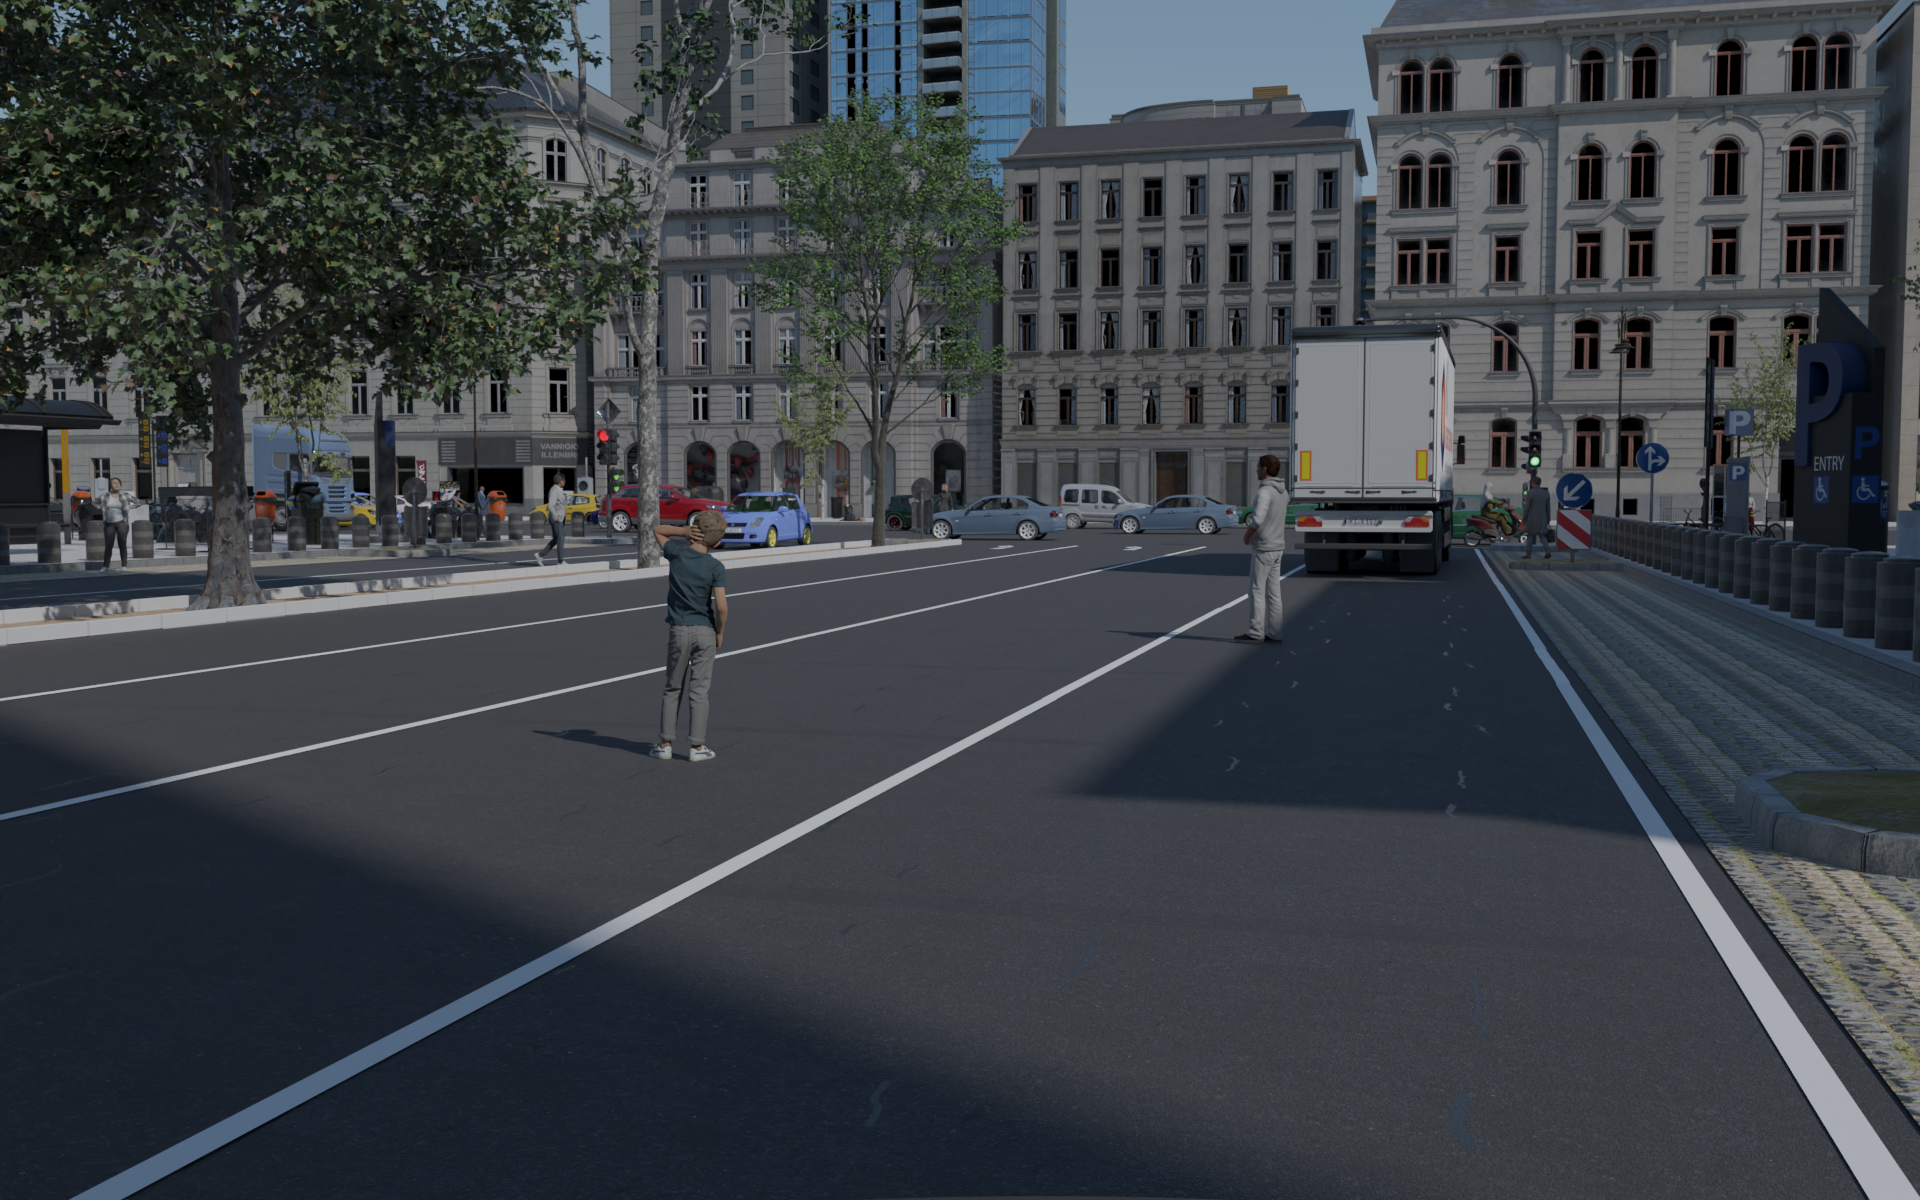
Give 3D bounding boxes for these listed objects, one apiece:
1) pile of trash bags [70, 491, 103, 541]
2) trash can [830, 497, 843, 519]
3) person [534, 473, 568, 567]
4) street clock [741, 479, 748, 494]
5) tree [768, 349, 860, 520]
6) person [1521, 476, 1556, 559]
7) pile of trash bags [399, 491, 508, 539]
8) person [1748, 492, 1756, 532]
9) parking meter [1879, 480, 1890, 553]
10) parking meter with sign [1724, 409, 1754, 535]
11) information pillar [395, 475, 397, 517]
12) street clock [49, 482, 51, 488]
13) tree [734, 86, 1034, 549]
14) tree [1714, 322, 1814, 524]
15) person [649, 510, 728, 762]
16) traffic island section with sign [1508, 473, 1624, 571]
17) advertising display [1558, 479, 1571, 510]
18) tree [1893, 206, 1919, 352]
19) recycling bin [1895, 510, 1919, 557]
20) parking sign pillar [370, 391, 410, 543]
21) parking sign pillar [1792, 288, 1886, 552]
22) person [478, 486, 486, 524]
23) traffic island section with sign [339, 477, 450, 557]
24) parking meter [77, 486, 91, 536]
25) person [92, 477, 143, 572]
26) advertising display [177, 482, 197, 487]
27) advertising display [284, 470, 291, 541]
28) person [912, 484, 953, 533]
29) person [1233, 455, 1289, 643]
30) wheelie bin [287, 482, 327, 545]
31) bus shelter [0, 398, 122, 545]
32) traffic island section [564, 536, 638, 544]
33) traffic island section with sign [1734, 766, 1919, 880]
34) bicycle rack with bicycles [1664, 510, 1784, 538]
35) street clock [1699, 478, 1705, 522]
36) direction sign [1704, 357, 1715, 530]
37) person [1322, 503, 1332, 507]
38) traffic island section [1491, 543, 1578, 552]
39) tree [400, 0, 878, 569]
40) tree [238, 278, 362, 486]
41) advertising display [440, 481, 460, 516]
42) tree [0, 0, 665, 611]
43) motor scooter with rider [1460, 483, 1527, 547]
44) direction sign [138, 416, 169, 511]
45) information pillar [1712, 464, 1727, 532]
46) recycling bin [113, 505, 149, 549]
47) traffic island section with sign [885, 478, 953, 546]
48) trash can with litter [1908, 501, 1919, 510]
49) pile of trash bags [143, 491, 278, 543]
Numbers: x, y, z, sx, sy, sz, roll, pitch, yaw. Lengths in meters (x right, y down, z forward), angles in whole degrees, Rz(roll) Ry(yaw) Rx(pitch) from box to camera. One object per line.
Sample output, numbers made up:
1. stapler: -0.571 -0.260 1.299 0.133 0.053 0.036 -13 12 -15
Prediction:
1. pile of trash bags: -23.813 -2.362 48.376 3.447 1.369 1.912 2 4 34
2. trash can: -6.399 -4.793 90.023 0.748 1.137 0.748 0 3 0
3. person: -7.974 -1.564 33.924 0.795 1.843 0.661 0 4 -2
4. street clock: -10.378 -4.825 83.453 0.358 2.002 0.471 1 4 13
5. tree: -7.106 -8.329 86.542 4.737 8.622 4.395 0 3 0
6. person: 12.515 -1.772 37.577 0.694 1.812 0.767 -1 4 -14
7. pile of trash bags: -14.674 -2.516 50.893 1.912 1.369 3.447 2 4 32
8. person: 29.623 -3.308 65.058 0.523 1.526 0.387 3 4 39
9. parking meter: 15.684 -1.299 29.654 0.372 1.533 0.369 0 3 0
10. parking meter with sign: 15.653 -2.363 34.894 0.543 3.016 1.738 2 4 25
11. information pillar: -15.756 -2.649 47.810 0.304 2.012 0.304 1 4 22
12. street clock: -51.817 -5.731 98.277 0.471 2.002 0.358 -1 4 -17
13. tree: -2.031 -7.083 44.022 9.928 11.665 9.643 0 3 0
14. tree: 34.919 -7.622 74.976 4.737 8.622 4.395 0 3 0
15. person: -1.471 0.187 9.357 0.435 1.345 0.340 0 4 -7
16. traffic island section with sign: 11.535 -1.493 33.034 1.989 1.847 2.006 1 4 15
17. advertising display: 26.338 -4.289 75.337 0.974 1.923 0.123 -3 5 -39
18. tree: 22.790 -5.367 38.119 4.737 8.622 4.395 0 3 0
19. recycling bin: 14.760 -0.854 26.522 0.722 1.027 0.722 2 4 32
20. parking sign pillar: -15.304 -3.522 46.055 1.447 3.967 1.447 -1 4 -22
21. parking sign pillar: 11.194 -2.056 22.086 1.447 3.967 1.447 0 4 -3
22. person: -22.746 -4.507 82.364 0.419 1.800 0.721 0 4 -4
23. traffic island section with sign: -12.941 -1.924 40.083 1.989 1.847 2.006 1 4 15
24. parking meter: -26.845 -2.733 53.089 0.372 1.533 0.369 0 3 0
25. person: -15.463 -1.377 31.741 0.841 1.734 0.376 -1 4 -12
26. advertising display: -44.183 -5.732 98.936 0.974 1.923 0.123 -1 4 -10
27. advertising display: -18.335 -2.572 47.267 0.123 1.923 0.974 -2 4 -24
28. person: -0.927 -3.344 63.389 1.509 1.804 0.699 2 4 27
29. person: 2.897 -0.488 16.627 0.789 1.805 0.875 3 4 37
30. wheelie bin: -16.467 -2.194 43.785 0.693 1.594 0.980 3 5 43
31. bus shelter: -19.768 -2.513 35.006 2.014 3.302 5.546 1 4 15
32. traffic island section: -10.311 -1.747 50.848 2.009 0.180 2.903 1 4 15
33. traffic island section with sign: 4.325 0.096 7.057 1.989 1.847 2.006 1 4 15
34. bicycle rack with bicycles: 17.073 -1.559 38.874 2.925 0.926 2.852 0 4 -3
35. street clock: 33.730 -4.522 78.506 0.471 2.002 0.358 -2 4 -34
36. direction sign: 12.555 -2.268 29.073 0.379 3.537 0.876 2 4 30
37. person: 12.217 -2.951 57.752 0.522 1.701 0.512 3 4 39
38. traffic island section: 14.544 -1.327 43.974 2.009 0.180 2.903 1 4 15
39. tree: -6.723 -10.663 32.690 12.611 20.169 13.585 0 3 0
40. tree: -19.612 -6.186 51.511 4.737 8.622 4.395 0 3 0
41. advertising display: -25.287 -4.934 85.884 0.974 1.923 0.123 -1 4 -16
42. tree: -8.945 -6.213 21.055 9.611 12.733 9.660 0 3 0
43. motor scooter with rider: 14.514 -2.308 46.704 1.986 1.779 0.876 1 4 14
44. direction sign: -23.253 -3.547 49.986 0.876 3.537 0.379 0 4 6
45. information pillar: 18.754 -2.340 42.756 0.304 2.012 0.304 2 4 34
46. recycling bin: -19.723 -1.750 41.163 0.722 1.027 0.722 -3 4 -37
47. traffic island section with sign: -1.240 -2.474 48.586 2.006 1.907 1.989 1 4 15
48. trash can with litter: 15.780 -1.009 27.878 0.624 1.170 1.055 -1 4 -16
49. pile of trash bags: -19.646 -2.224 46.113 3.447 1.369 1.912 1 4 17
